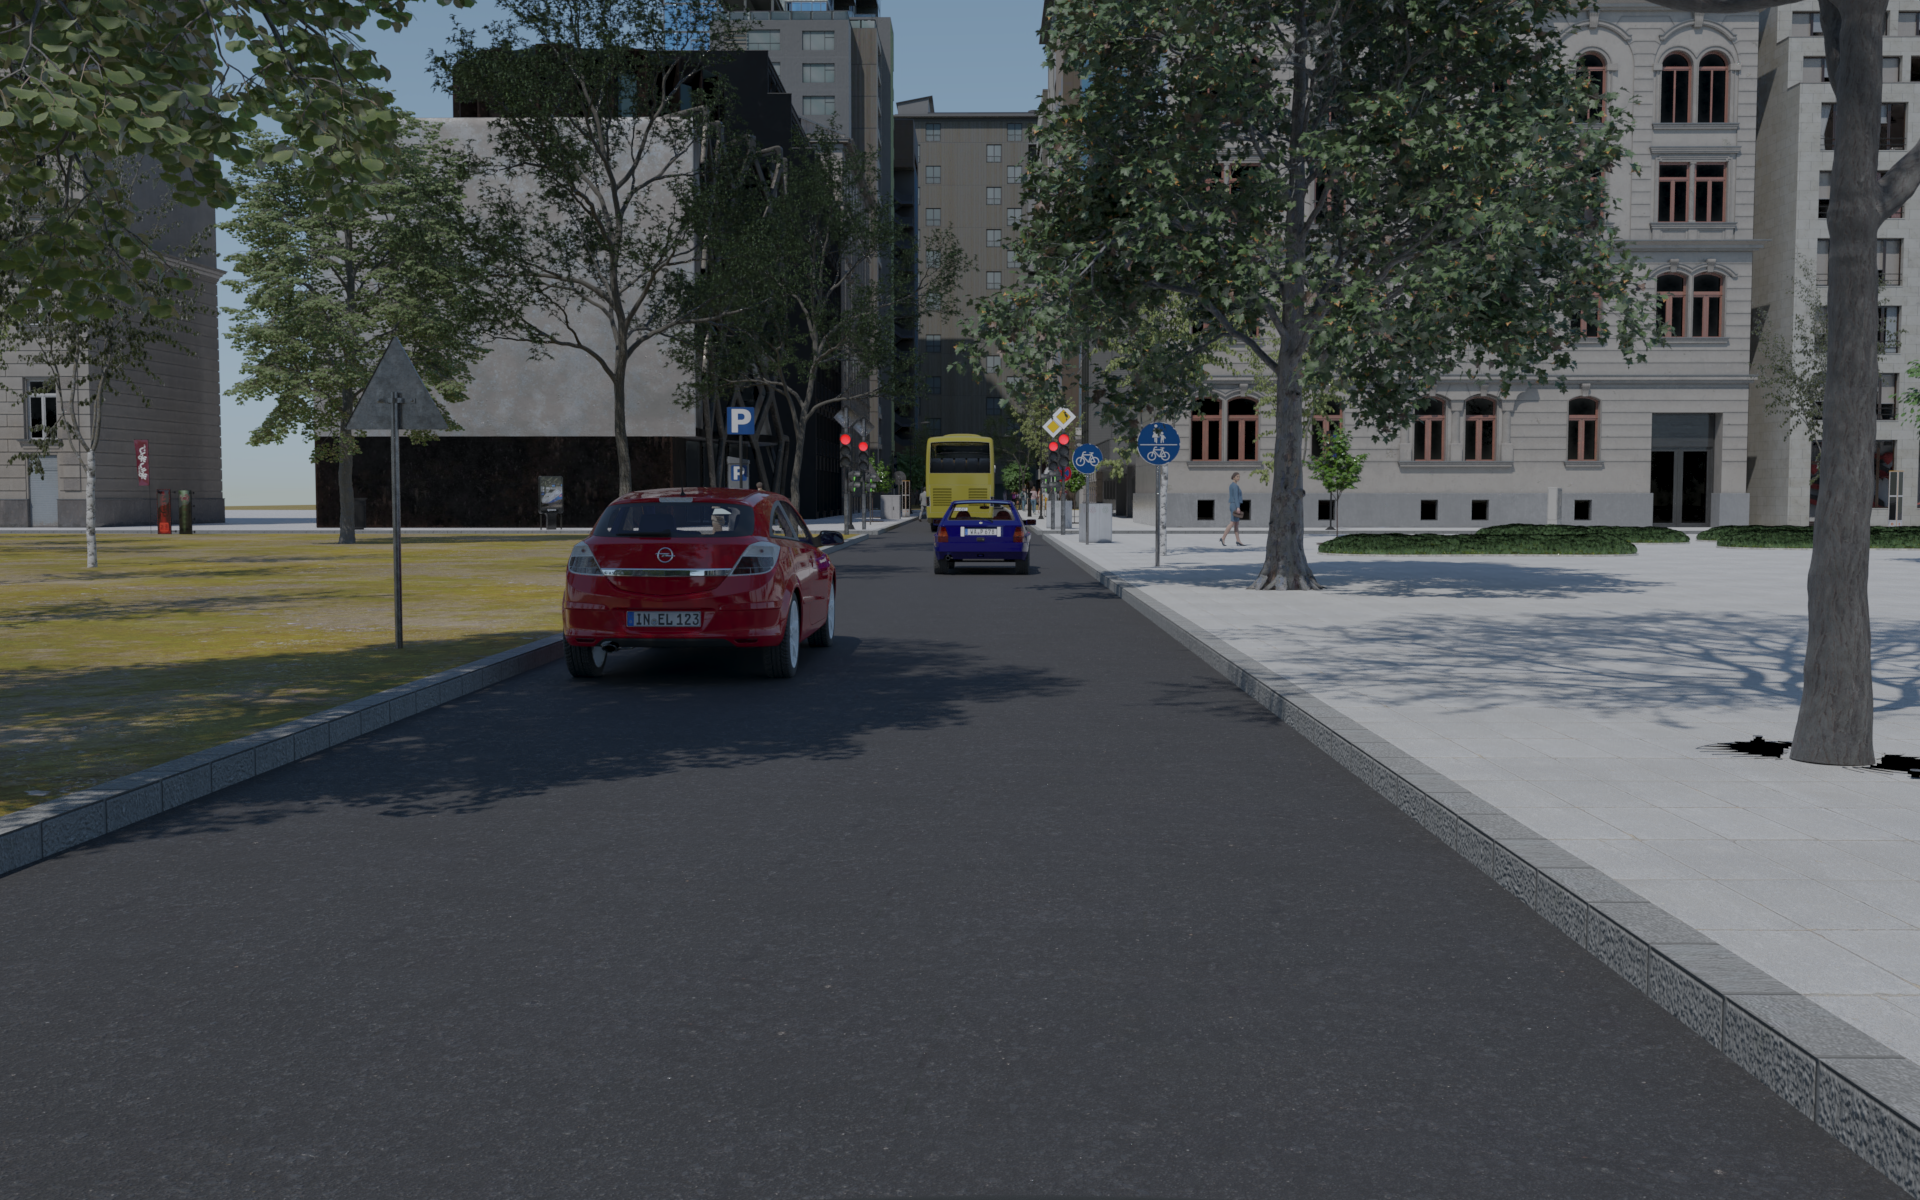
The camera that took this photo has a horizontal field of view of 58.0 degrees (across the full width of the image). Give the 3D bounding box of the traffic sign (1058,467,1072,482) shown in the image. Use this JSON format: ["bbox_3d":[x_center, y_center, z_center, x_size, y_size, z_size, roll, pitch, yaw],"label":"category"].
[{"bbox_3d":[4.352,-4.488,73.489,0.768,2.556,0.104,0,4,3],"label":"traffic sign"}]

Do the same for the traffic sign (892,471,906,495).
[{"bbox_3d":[-3.362,-5.838,95.552,0.768,2.556,0.104,0,4,5],"label":"traffic sign"}]

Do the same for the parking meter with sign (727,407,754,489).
[{"bbox_3d":[-4.536,-2.408,35.630,0.543,3.016,1.738,-1,4,-9],"label":"parking meter with sign"}]

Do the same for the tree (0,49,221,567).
[{"bbox_3d":[-15.214,-4.889,30.303,4.360,8.622,3.978,0,3,0],"label":"tree"}]

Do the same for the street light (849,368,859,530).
[{"bbox_3d":[-3.396,-5.482,62.177,1.470,5.913,1.316,0,4,1],"label":"street light"}]

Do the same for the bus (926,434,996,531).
[{"bbox_3d":[0.068,-4.800,70.022,2.896,3.916,12.252,0,4,1],"label":"bus"}]

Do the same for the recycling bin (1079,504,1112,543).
[{"bbox_3d":[3.579,-2.031,45.768,0.722,1.027,0.722,-1,4,-13],"label":"recycling bin"}]

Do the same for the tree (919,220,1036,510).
[{"bbox_3d":[-3.928,-6.607,42.435,7.601,10.594,8.767,3,5,41],"label":"tree"}]

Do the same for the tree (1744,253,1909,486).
[{"bbox_3d":[25.550,-6.162,51.114,4.360,8.622,3.978,0,3,0],"label":"tree"}]

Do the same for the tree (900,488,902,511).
[{"bbox_3d":[-4.073,-5.992,92.577,1.663,3.219,1.824,0,3,0],"label":"tree"}]

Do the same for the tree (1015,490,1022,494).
[{"bbox_3d":[6.392,-12.526,199.407,1.663,3.219,1.824,0,3,0],"label":"tree"}]

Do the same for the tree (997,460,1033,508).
[{"bbox_3d":[5.252,-11.043,164.259,4.285,4.588,4.351,0,3,0],"label":"tree"}]

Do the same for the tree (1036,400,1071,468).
[{"bbox_3d":[5.067,-12.725,142.472,8.767,10.594,7.601,1,4,10],"label":"tree"}]

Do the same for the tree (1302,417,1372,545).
[{"bbox_3d":[9.572,-2.992,43.513,1.663,3.219,1.824,0,3,0],"label":"tree"}]

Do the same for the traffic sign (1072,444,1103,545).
[{"bbox_3d":[3.223,-2.671,43.783,0.768,2.556,0.104,1,4,8],"label":"traffic sign"}]

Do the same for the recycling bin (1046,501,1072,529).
[{"bbox_3d":[3.710,-3.191,64.728,0.722,1.027,0.722,3,4,38],"label":"recycling bin"}]

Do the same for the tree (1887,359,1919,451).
[{"bbox_3d":[18.483,-2.889,30.955,4.285,4.588,4.351,0,3,0],"label":"tree"}]

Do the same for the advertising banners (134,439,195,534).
[{"bbox_3d":[-25.339,-3.606,55.148,2.074,3.025,0.090,1,4,11],"label":"advertising banners"}]

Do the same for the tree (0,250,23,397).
[{"bbox_3d":[-24.813,-5.633,42.460,4.737,8.622,4.395,0,3,0],"label":"tree"}]

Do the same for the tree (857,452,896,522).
[{"bbox_3d":[-3.996,-5.184,79.365,1.663,3.219,1.824,0,3,0],"label":"tree"}]

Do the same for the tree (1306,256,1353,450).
[{"bbox_3d":[9.928,-6.118,50.393,4.737,8.622,4.395,0,3,0],"label":"tree"}]

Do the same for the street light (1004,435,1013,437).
[{"bbox_3d":[4.172,-10.065,137.097,1.470,5.913,1.316,0,4,1],"label":"street light"}]

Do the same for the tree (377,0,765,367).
[{"bbox_3d":[-5.713,-5.717,27.890,7.601,10.594,8.767,-1,4,-20],"label":"tree"}]

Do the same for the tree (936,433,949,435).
[{"bbox_3d":[-2.042,-15.785,208.450,4.360,8.622,3.978,0,3,0],"label":"tree"}]

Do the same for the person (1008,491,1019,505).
[{"bbox_3d":[5.235,-9.901,168.600,1.217,1.739,0.721,0,4,3],"label":"person"}]

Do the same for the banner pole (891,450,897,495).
[{"bbox_3d":[-3.760,-6.669,99.063,0.401,3.779,0.863,-2,4,-25],"label":"banner pole"}]

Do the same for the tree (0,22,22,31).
[{"bbox_3d":[-14.142,-4.515,24.188,4.360,8.622,3.978,0,3,0],"label":"tree"}]

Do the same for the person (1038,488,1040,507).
[{"bbox_3d":[7.415,-9.492,161.169,0.705,1.831,1.348,1,4,12],"label":"person"}]

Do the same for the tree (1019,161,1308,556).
[{"bbox_3d":[4.293,-5.235,35.961,4.737,8.622,4.395,0,3,0],"label":"tree"}]

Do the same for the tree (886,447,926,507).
[{"bbox_3d":[-3.712,-8.434,121.602,4.285,4.588,4.351,0,3,0],"label":"tree"}]

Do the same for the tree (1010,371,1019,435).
[{"bbox_3d":[4.623,-8.792,94.107,4.737,8.622,4.395,0,3,0],"label":"tree"}]

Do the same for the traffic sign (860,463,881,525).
[{"bbox_3d":[-3.725,-4.402,71.974,0.884,2.594,0.081,0,4,1],"label":"traffic sign"}]

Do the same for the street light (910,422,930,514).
[{"bbox_3d":[-2.650,-8.491,111.374,1.470,5.913,1.316,0,4,1],"label":"street light"}]

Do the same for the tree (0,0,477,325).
[{"bbox_3d":[-5.522,-5.422,6.780,7.486,12.596,7.792,0,3,0],"label":"tree"}]

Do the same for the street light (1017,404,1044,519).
[{"bbox_3d":[3.585,-7.065,88.046,1.470,5.913,1.316,0,4,1],"label":"street light"}]

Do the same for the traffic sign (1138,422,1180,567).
[{"bbox_3d":[3.498,-1.865,30.592,0.768,2.556,0.104,0,4,1],"label":"traffic sign"}]

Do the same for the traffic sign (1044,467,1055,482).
[{"bbox_3d":[4.135,-4.730,77.435,0.768,2.556,0.104,1,4,9],"label":"traffic sign"}]

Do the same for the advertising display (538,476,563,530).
[{"bbox_3d":[-14.670,-3.480,62.107,0.123,1.923,0.974,3,5,43],"label":"advertising display"}]

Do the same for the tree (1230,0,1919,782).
[{"bbox_3d":[4.343,-5.970,7.980,12.009,13.543,11.850,0,3,0],"label":"tree"}]

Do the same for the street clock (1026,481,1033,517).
[{"bbox_3d":[3.910,-5.668,97.237,0.358,2.002,0.471,-2,4,-26],"label":"street clock"}]

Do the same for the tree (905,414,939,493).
[{"bbox_3d":[-3.429,-12.693,157.899,4.737,8.622,4.395,0,3,0],"label":"tree"}]

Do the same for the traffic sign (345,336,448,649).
[{"bbox_3d":[-4.661,-0.875,14.317,0.884,2.594,0.081,0,4,6],"label":"traffic sign"}]

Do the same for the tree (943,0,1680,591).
[{"bbox_3d":[4.514,-6.482,22.995,9.611,12.733,9.660,0,3,0],"label":"tree"}]

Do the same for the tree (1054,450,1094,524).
[{"bbox_3d":[4.846,-4.936,75.305,1.663,3.219,1.824,0,3,0],"label":"tree"}]
